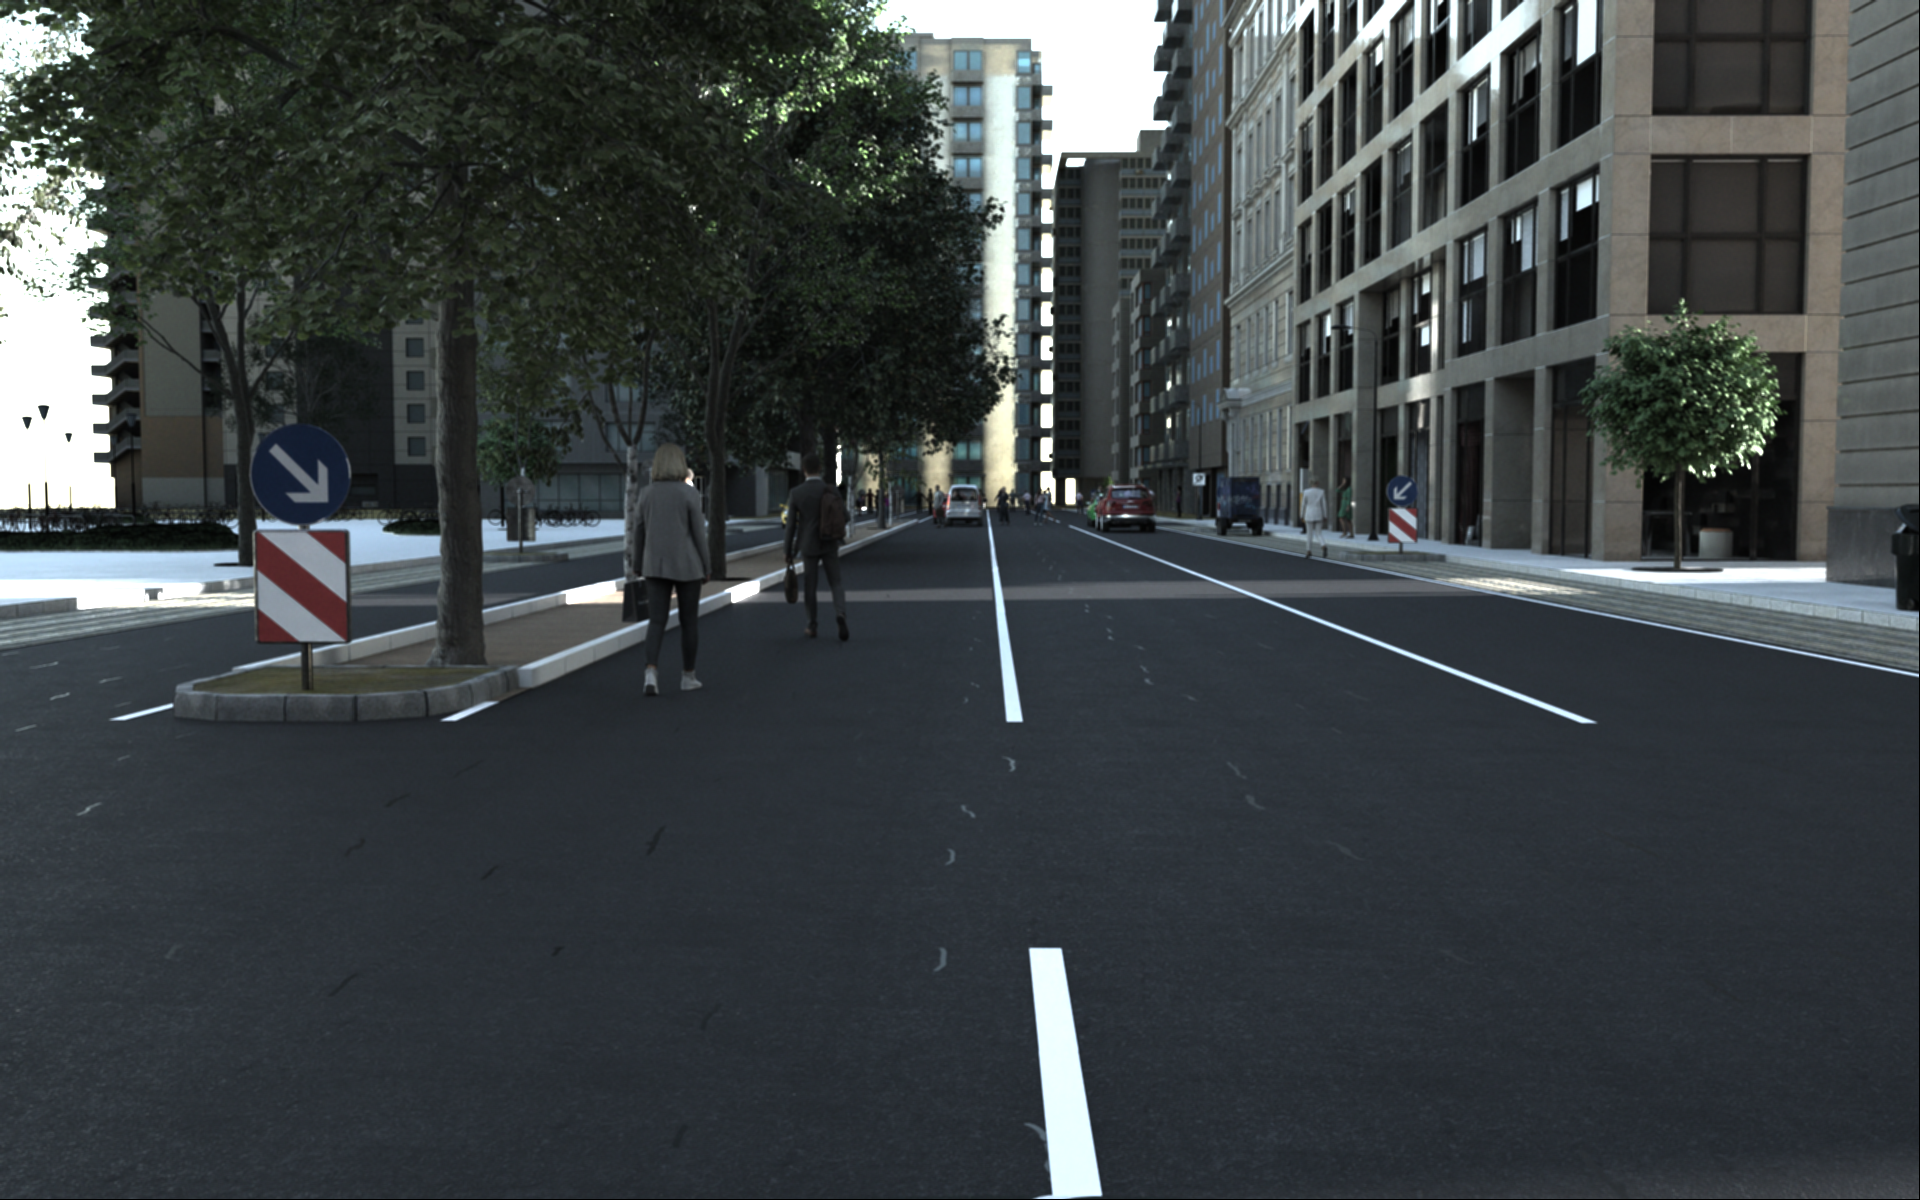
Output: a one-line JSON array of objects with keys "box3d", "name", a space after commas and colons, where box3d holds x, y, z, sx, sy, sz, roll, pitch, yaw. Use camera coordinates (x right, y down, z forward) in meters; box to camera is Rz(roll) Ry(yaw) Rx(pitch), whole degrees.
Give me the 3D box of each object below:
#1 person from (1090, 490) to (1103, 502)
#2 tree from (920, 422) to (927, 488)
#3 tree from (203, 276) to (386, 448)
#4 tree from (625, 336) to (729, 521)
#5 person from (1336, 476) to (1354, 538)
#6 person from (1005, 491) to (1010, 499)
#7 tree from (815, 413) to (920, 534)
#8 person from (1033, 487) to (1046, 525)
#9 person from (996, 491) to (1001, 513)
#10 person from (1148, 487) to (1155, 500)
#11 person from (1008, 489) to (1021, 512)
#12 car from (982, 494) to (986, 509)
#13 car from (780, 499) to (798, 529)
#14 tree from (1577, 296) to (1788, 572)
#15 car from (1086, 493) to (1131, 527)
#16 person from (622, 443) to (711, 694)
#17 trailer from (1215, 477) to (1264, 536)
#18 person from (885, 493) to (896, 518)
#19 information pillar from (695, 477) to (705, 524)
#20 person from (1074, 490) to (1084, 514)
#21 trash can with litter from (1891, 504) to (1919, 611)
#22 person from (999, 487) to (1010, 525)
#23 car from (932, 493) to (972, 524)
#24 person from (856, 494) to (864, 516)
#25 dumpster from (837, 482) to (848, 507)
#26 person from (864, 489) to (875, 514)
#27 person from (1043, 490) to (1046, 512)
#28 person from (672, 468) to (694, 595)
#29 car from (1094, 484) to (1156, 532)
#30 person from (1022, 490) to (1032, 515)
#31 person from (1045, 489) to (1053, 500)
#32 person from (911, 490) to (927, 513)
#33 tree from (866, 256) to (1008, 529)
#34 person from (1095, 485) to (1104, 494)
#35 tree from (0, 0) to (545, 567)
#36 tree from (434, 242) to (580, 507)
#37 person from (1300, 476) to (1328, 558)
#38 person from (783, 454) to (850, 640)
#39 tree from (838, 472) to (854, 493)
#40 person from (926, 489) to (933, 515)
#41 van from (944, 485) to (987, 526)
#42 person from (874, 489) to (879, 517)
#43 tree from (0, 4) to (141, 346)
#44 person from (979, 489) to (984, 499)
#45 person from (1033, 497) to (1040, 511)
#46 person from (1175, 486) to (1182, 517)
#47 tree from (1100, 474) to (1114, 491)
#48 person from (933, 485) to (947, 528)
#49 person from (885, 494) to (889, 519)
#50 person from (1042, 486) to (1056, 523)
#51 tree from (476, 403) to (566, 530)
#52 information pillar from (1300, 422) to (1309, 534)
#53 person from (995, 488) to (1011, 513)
[{"box3d": [8.177, -5.604, 100.138, 1.348, 1.822, 0.705, 0, 4, 8], "name": "person"}, {"box3d": [-3.103, -7.678, 78.355, 4.737, 8.622, 4.395, 0, 3, 0], "name": "tree"}, {"box3d": [-28.812, -8.606, 75.125, 8.767, 10.594, 7.601, 0, 4, -2], "name": "tree"}, {"box3d": [-11.351, -9.054, 82.444, 8.767, 10.594, 7.601, -3, 5, -40], "name": "tree"}, {"box3d": [11.253, -2.695, 50.349, 0.529, 1.795, 0.600, -1, 4, -15], "name": "person"}, {"box3d": [4.094, -9.182, 158.713, 1.348, 1.812, 0.705, -3, 5, -43], "name": "person"}, {"box3d": [-3.797, -6.644, 61.449, 4.737, 8.622, 4.395, 0, 3, 0], "name": "tree"}, {"box3d": [3.620, -4.303, 79.440, 0.593, 1.750, 0.643, 0, 4, 0], "name": "person"}, {"box3d": [3.061, -7.625, 134.113, 0.436, 1.711, 0.756, -1, 4, -22], "name": "person"}, {"box3d": [12.144, -6.354, 110.866, 0.756, 1.711, 0.436, -1, 4, -23], "name": "person"}, {"box3d": [4.185, -7.914, 137.973, 1.350, 1.814, 0.705, 0, 4, -1], "name": "person"}, {"box3d": [1.188, -9.217, 159.367, 2.281, 1.827, 5.304, 0, 4, 3], "name": "car"}, {"box3d": [-6.551, -3.844, 73.065, 2.015, 1.641, 3.980, 0, 4, -1], "name": "car"}, {"box3d": [12.067, -2.772, 29.031, 4.285, 4.588, 4.351, 0, 3, 0], "name": "tree"}, {"box3d": [6.540, -4.122, 76.197, 1.959, 1.807, 4.718, 0, 4, 2], "name": "car"}, {"box3d": [-2.163, -0.234, 12.510, 0.709, 1.800, 0.728, 1, 4, 12], "name": "person"}, {"box3d": [9.613, -3.254, 60.252, 1.471, 1.999, 3.904, 0, 4, 1], "name": "trailer"}, {"box3d": [-3.895, -5.475, 98.694, 1.217, 1.739, 0.721, 3, 5, 43], "name": "person"}, {"box3d": [-10.934, -4.186, 72.925, 0.304, 2.012, 0.304, 1, 4, 20], "name": "information pillar"}, {"box3d": [8.762, -7.176, 126.768, 0.436, 1.711, 0.756, -3, 5, -42], "name": "person"}, {"box3d": [10.655, -0.457, 18.857, 0.624, 1.170, 1.055, 0, 4, -6], "name": "trash can with litter"}, {"box3d": [2.058, -4.414, 81.097, 0.576, 1.772, 0.534, 2, 4, 25], "name": "person"}, {"box3d": [-0.327, -4.641, 84.920, 2.155, 1.783, 4.494, 0, 4, 3], "name": "car"}, {"box3d": [-6.504, -6.215, 113.351, 0.421, 1.427, 0.697, -3, 4, -39], "name": "person"}, {"box3d": [-8.542, -6.791, 115.982, 1.985, 2.255, 1.502, 0, 4, 1], "name": "dumpster"}, {"box3d": [-6.438, -7.087, 124.332, 1.348, 1.831, 0.705, 1, 4, 23], "name": "person"}, {"box3d": [6.808, -7.832, 137.072, 0.721, 1.766, 1.217, 2, 4, 27], "name": "person"}, {"box3d": [-3.937, -0.973, 24.585, 0.473, 1.802, 0.592, 1, 4, 11], "name": "person"}, {"box3d": [6.339, -3.537, 66.506, 2.281, 1.827, 5.304, 0, 4, 1], "name": "car"}, {"box3d": [4.540, -6.647, 118.109, 0.756, 1.711, 0.436, -1, 4, -20], "name": "person"}, {"box3d": [6.925, -8.032, 139.831, 1.348, 1.822, 0.705, 3, 5, 43], "name": "person"}, {"box3d": [-3.055, -7.411, 129.693, 1.348, 1.821, 0.705, 1, 4, 21], "name": "person"}, {"box3d": [-3.151, -9.598, 69.749, 12.009, 13.543, 11.850, 0, 3, 0], "name": "tree"}, {"box3d": [7.039, -4.845, 87.082, 0.474, 1.900, 0.648, 1, 4, 23], "name": "person"}, {"box3d": [-12.844, -6.418, 30.688, 9.928, 11.665, 9.643, 0, 3, 0], "name": "tree"}, {"box3d": [-12.271, -5.975, 48.047, 4.737, 8.622, 4.395, 0, 3, 0], "name": "tree"}, {"box3d": [7.851, -1.829, 38.285, 0.514, 1.842, 0.818, -1, 4, -16], "name": "person"}, {"box3d": [-1.411, -0.530, 17.129, 0.622, 1.834, 0.822, -1, 4, -18], "name": "person"}, {"box3d": [-10.130, -9.742, 153.876, 1.663, 3.219, 1.824, 0, 3, 0], "name": "tree"}, {"box3d": [-2.053, -6.727, 118.577, 0.705, 1.812, 1.348, -1, 4, -17], "name": "person"}, {"box3d": [0.213, -4.359, 78.273, 2.013, 2.044, 4.112, 0, 4, 1], "name": "van"}, {"box3d": [-5.270, -6.106, 109.048, 0.721, 1.735, 1.217, -1, 4, -11], "name": "person"}, {"box3d": [-12.552, -4.354, 21.545, 4.360, 8.622, 3.978, 0, 3, 0], "name": "tree"}, {"box3d": [1.472, -7.462, 130.520, 0.705, 1.822, 1.348, -3, 4, -36], "name": "person"}, {"box3d": [6.561, -8.367, 146.087, 0.721, 1.735, 1.217, 3, 5, 41], "name": "person"}, {"box3d": [12.046, -5.450, 95.837, 0.721, 1.739, 1.217, 1, 4, 15], "name": "person"}, {"box3d": [13.994, -10.399, 164.622, 1.663, 3.219, 1.824, 0, 3, 0], "name": "tree"}, {"box3d": [-0.914, -3.990, 73.857, 0.709, 1.813, 0.853, 3, 5, 40], "name": "person"}, {"box3d": [-4.055, -5.219, 97.046, 0.599, 1.433, 0.991, 3, 5, 41], "name": "person"}, {"box3d": [4.458, -4.744, 86.163, 0.778, 1.811, 0.616, 2, 4, 32], "name": "person"}, {"box3d": [-15.933, -4.800, 62.199, 4.285, 4.588, 4.351, 0, 3, 0], "name": "tree"}, {"box3d": [11.106, -3.942, 55.805, 0.183, 3.616, 0.504, 3, 4, 36], "name": "information pillar"}, {"box3d": [2.779, -6.479, 114.562, 1.348, 1.807, 0.705, 3, 5, 40], "name": "person"}]
